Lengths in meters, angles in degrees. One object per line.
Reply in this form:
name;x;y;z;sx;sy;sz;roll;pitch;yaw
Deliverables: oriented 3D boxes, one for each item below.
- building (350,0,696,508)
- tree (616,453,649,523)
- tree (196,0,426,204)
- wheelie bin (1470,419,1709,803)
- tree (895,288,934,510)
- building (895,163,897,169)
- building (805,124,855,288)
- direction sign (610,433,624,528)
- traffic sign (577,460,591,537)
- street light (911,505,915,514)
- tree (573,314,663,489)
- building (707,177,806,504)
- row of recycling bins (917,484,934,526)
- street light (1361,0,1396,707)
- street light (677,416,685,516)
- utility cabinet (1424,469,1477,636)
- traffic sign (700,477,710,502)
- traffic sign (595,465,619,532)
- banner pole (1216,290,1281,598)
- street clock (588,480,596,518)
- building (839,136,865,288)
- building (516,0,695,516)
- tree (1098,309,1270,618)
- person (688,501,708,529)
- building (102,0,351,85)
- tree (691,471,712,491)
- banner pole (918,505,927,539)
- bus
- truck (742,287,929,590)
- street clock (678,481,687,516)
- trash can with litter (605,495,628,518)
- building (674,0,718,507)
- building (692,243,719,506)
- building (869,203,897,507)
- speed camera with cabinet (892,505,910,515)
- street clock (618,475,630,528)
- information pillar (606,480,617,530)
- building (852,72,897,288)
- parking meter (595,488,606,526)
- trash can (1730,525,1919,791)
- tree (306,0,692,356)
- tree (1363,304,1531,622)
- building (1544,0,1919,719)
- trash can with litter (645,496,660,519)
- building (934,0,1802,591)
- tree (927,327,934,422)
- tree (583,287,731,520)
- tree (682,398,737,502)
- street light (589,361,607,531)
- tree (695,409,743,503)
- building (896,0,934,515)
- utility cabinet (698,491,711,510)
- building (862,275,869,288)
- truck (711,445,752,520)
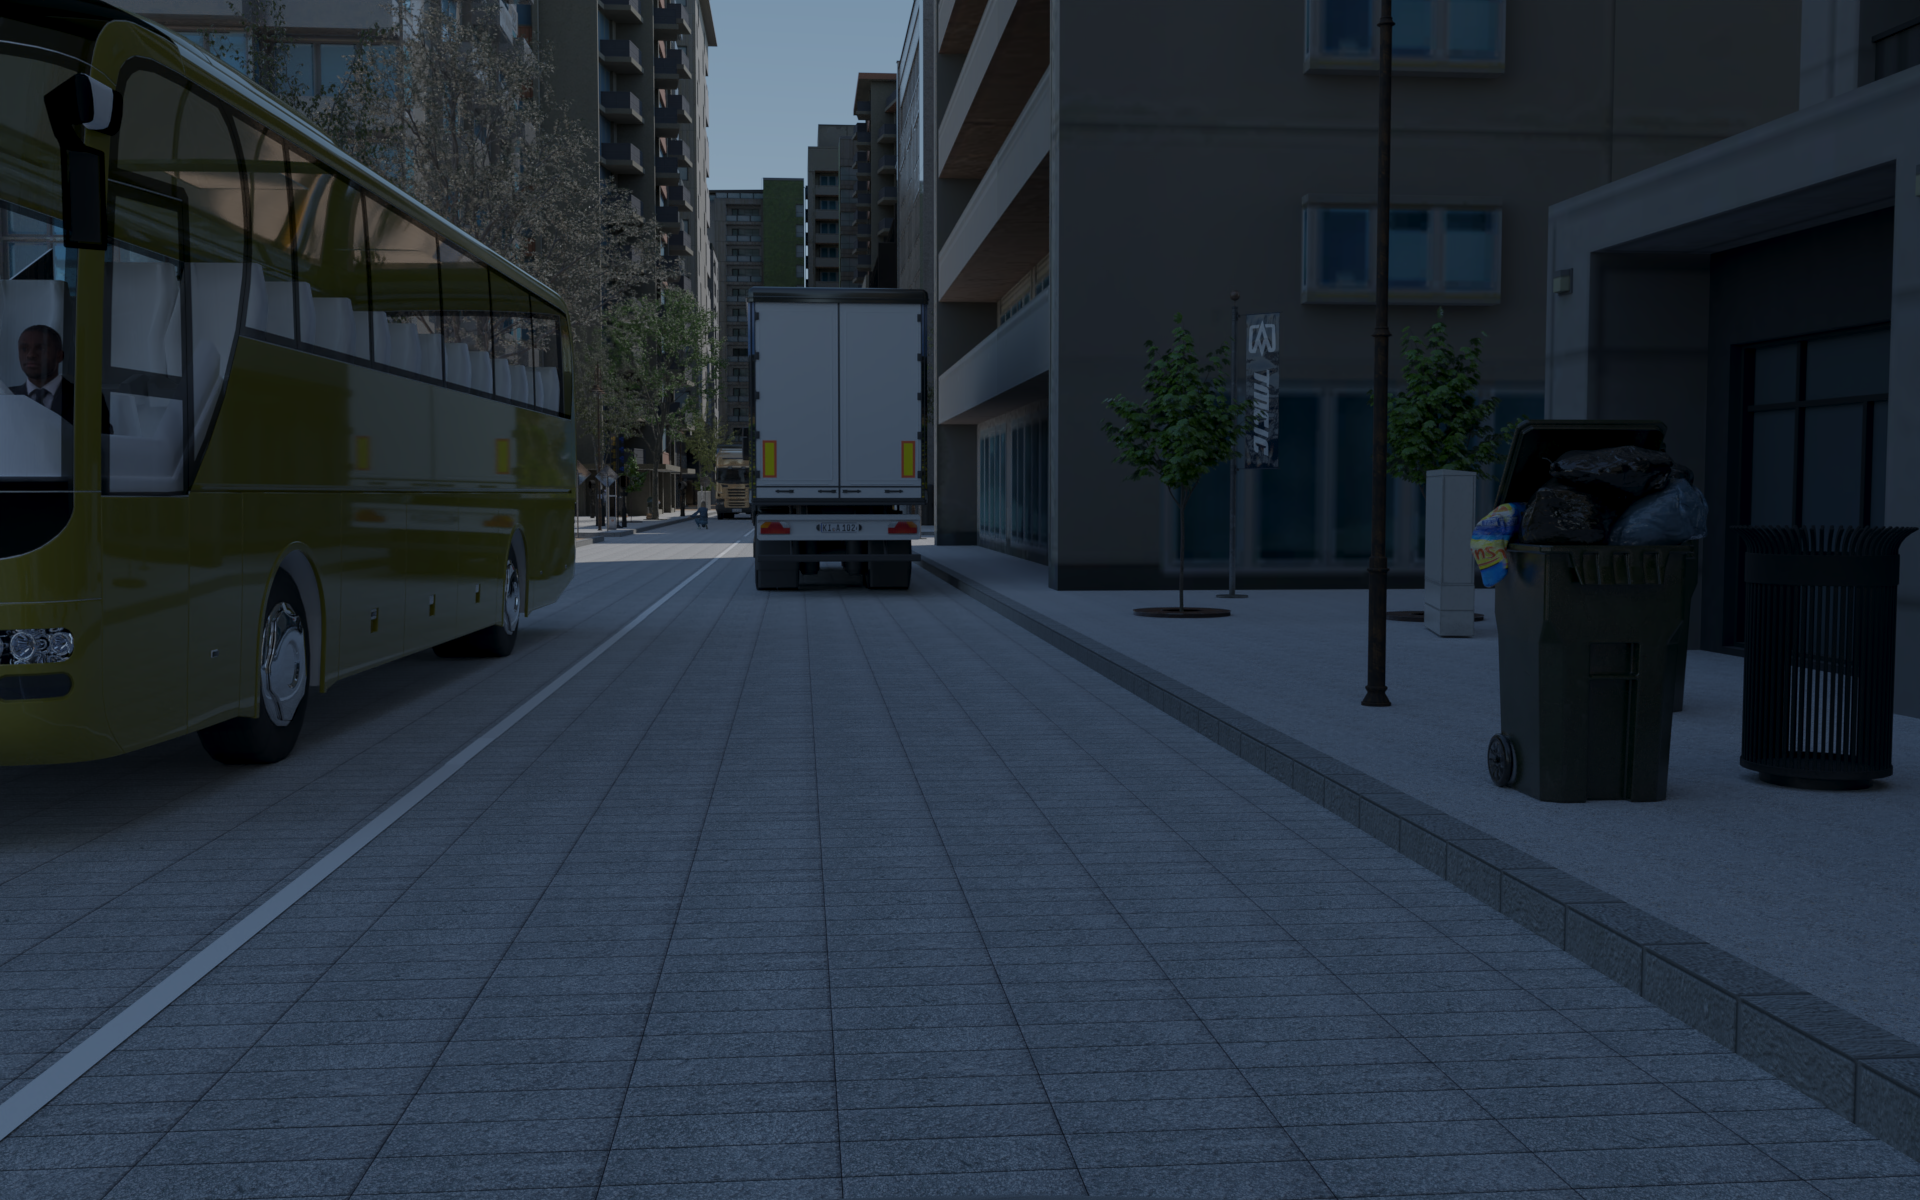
building;-35.164;-32.261;147.075;23.786;49.044;30.456;0;4;-5
tree;-14.722;-5.099;77.976;1.663;3.219;1.824;0;3;0
tree;-9.409;-4.564;24.991;4.360;8.622;3.978;0;3;0
wheelie bin;2.707;0.032;7.388;0.980;1.594;0.693;0;4;-4
tree;-2.273;-6.868;62.649;4.360;8.622;3.978;0;3;0
building;3.501;-19.593;107.729;14.401;28.519;23.554;0;4;-5
building;-9.686;-37.134;230.840;21.600;48.544;21.300;0;4;-5
direction sign;-12.830;-4.457;64.874;0.379;3.537;0.876;1;4;23
traffic sign;-11.316;-2.912;51.259;0.795;2.450;0.064;0;4;-5
street light;-1.386;-4.791;51.120;0.468;5.910;1.993;0;4;-5
tree;-14.544;-7.352;70.560;4.360;8.622;3.978;0;3;0
building;-27.126;-33.170;225.916;14.086;41.232;14.154;0;4;-5
row of recycling bins;-1.267;-3.971;72.037;1.069;1.692;3.534;0;4;0
street light;2.529;-2.297;10.345;0.468;5.910;1.993;0;4;-5
street light;-16.298;-7.846;101.068;0.468;5.910;1.993;0;4;-5
utility cabinet;4.512;-0.443;15.928;0.318;1.500;1.173;1;4;8
traffic sign;-18.470;-7.669;125.500;0.768;2.556;0.104;0;4;2
traffic sign;-12.057;-3.399;59.210;0.795;2.450;0.064;0;4;-5
banner pole;3.553;-1.909;21.224;0.863;3.779;0.401;3;5;40
street clock;-19.436;-5.318;91.511;0.358;2.002;0.471;-2;4;-32
building;-7.032;-31.668;201.372;14.154;41.232;14.086;0;4;-5
building;-28.781;-27.917;111.069;22.147;44.769;28.867;0;4;-5
tree;2.229;-1.452;18.349;1.663;3.219;1.824;0;3;0
person;-10.617;-3.459;70.558;1.012;1.151;0.738;-2;4;-29
building;-30.511;-27.732;73.025;23.786;49.044;30.456;0;4;-5
tree;-20.351;-8.771;138.003;1.663;3.219;1.824;0;3;0
banner pole;-1.125;-3.602;48.917;0.401;3.779;0.863;0;4;-5
bus;-4.983;-1.272;12.346;2.896;3.916;12.252;0;4;-3
truck;-2.285;-2.460;29.134;2.839;4.237;11.283;0;4;-7
street clock;-15.888;-5.790;99.240;0.471;2.002;0.358;2;4;28
trash can with litter;-19.071;-5.123;94.813;2.233;1.210;1.678;0;4;-3
building;-39.492;-35.902;176.230;28.713;52.752;27.495;0;4;-5
building;-34.923;-26.179;199.734;14.107;30.474;14.160;0;4;-5
building;-0.231;-18.240;127.898;12.332;23.373;15.834;0;4;-5
speed camera with cabinet;-2.782;-5.359;81.953;0.660;3.252;2.038;-1;4;-14
street clock;-12.871;-3.779;66.362;0.471;2.002;0.358;0;4;-8
information pillar;-12.535;-3.533;62.258;0.304;2.012;0.304;-2;4;-26
building;0.091;-32.136;180.055;22.147;44.769;28.867;0;4;-5
parking meter;-14.317;-3.701;68.929;0.372;1.533;0.369;0;3;0
trash can;3.805;0.243;7.677;0.748;1.137;0.748;0;3;0
tree;-11.683;-8.009;41.312;12.009;13.543;11.850;0;3;0
tree;4.980;-1.412;17.694;1.663;3.219;1.824;0;3;0
building;16.114;-34.570;3.475;20.563;71.187;20.611;0;4;-5
trash can with litter;-15.530;-4.653;87.461;0.624;1.170;1.055;0;4;1
building;10.925;-25.025;32.861;21.300;48.544;21.600;0;4;-5
tree;-2.521;-7.251;68.924;4.737;8.622;4.395;0;3;0
tree;-14.928;-9.765;85.412;9.928;11.665;9.643;0;3;0
tree;-19.251;-11.014;130.441;4.737;8.622;4.395;0;3;0
street light;-12.594;-5.359;60.399;0.468;5.910;1.993;0;4;-5
tree;-20.984;-12.250;150.644;4.360;8.622;3.978;0;3;0
building;3.454;-16.386;85.937;12.078;24.808;19.932;0;4;-5
utility cabinet;-19.819;-7.671;134.100;1.173;1.500;0.318;3;5;39
building;5.016;-18.788;152.228;27.650;21.520;28.899;0;4;-5
truck;-12.730;-6.820;100.416;2.839;4.237;11.283;0;4;-5
